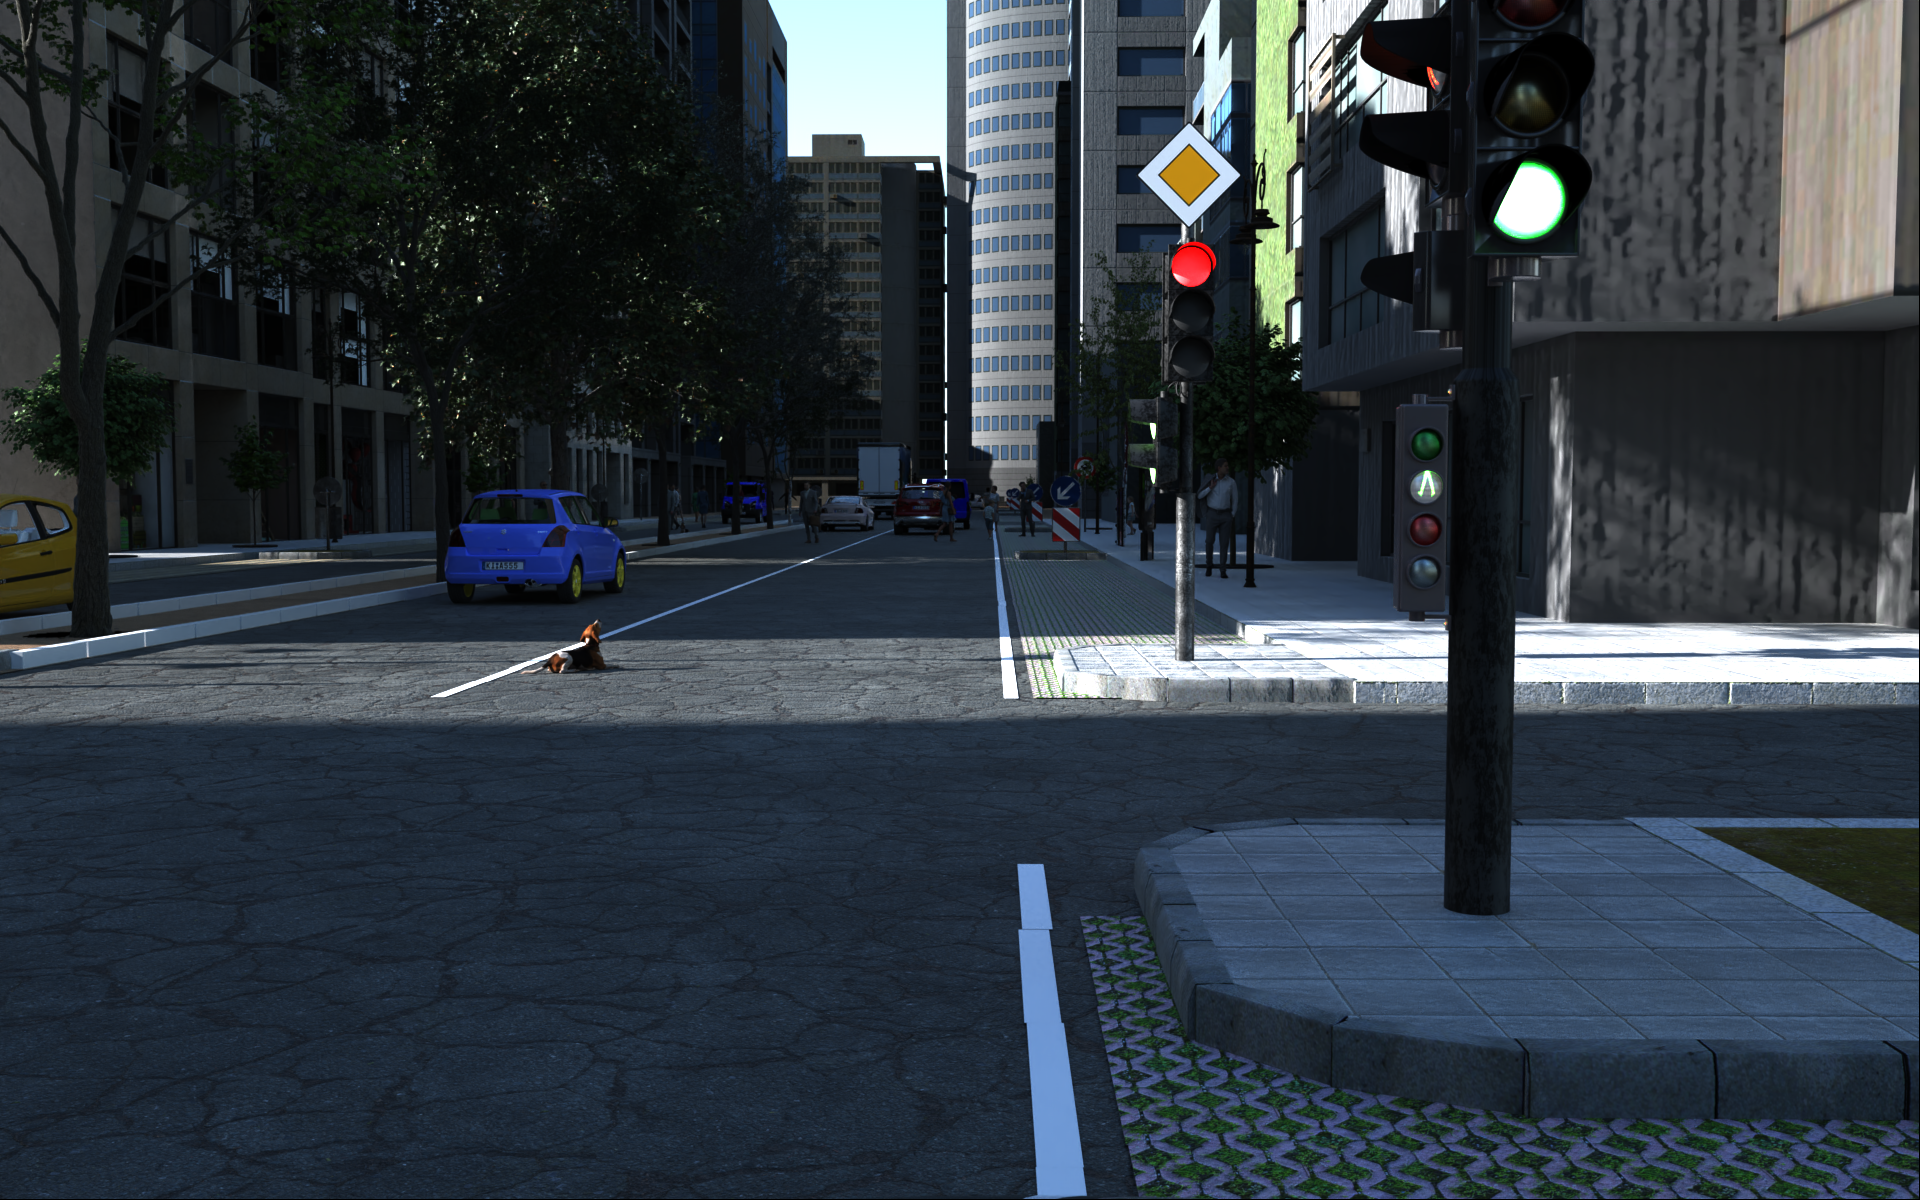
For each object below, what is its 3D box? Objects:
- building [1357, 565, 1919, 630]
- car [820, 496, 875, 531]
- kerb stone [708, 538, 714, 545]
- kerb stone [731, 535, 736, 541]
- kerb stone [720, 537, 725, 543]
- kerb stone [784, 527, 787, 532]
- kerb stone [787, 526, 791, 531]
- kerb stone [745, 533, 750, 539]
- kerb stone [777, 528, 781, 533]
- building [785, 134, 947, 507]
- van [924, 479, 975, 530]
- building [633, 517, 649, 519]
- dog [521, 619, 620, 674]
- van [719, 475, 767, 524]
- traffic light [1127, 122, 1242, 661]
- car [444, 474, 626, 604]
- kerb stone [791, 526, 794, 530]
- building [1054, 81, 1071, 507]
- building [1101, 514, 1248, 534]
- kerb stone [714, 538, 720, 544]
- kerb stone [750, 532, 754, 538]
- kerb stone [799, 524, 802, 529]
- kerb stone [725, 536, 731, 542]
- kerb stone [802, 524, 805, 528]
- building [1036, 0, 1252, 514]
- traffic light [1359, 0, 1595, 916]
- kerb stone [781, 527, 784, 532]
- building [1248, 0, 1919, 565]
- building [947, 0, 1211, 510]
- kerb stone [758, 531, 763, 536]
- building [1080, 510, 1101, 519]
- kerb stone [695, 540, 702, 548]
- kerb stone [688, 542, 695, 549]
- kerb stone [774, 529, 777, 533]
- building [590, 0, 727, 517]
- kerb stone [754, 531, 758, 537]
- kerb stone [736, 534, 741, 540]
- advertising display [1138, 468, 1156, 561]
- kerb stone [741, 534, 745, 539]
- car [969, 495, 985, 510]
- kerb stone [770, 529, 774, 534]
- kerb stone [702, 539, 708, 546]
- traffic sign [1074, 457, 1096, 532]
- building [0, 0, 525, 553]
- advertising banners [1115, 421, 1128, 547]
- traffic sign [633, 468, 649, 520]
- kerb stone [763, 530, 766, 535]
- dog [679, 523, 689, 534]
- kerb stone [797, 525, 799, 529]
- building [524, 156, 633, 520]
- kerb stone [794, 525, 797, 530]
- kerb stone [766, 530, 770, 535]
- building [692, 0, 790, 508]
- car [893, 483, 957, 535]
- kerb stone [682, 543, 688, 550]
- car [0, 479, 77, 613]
[{"bbox_3d":[12.100,-20.517,19.051,14.086,41.232,14.154,0,4,1],"label":"building"},{"bbox_3d":[-4.419,-3.399,67.930,2.083,1.381,4.827,0,4,2],"label":"car"},{"bbox_3d":[-7.081,-1.603,48.402,0.120,0.150,1.000,0,4,1],"label":"kerb stone"},{"bbox_3d":[-7.006,-1.854,52.500,0.120,0.150,1.000,0,4,1],"label":"kerb stone"},{"bbox_3d":[-7.051,-1.728,50.451,0.120,0.150,1.000,0,4,1],"label":"kerb stone"},{"bbox_3d":[-6.780,-2.669,65.838,0.120,0.150,1.000,0,4,1],"label":"kerb stone"},{"bbox_3d":[-6.755,-2.731,66.860,0.120,0.150,1.000,0,4,1],"label":"kerb stone"},{"bbox_3d":[-6.959,-2.041,55.573,0.120,0.150,1.000,0,4,1],"label":"kerb stone"},{"bbox_3d":[-6.819,-2.543,63.785,0.120,0.150,1.000,0,4,1],"label":"kerb stone"},{"bbox_3d":[-13.400,-30.440,189.571,23.993,40.220,32.217,0,4,1],"label":"building"},{"bbox_3d":[-0.517,-4.115,71.658,2.240,2.365,5.245,0,4,1],"label":"van"},{"bbox_3d":[-27.134,-40.366,98.237,20.563,71.187,20.611,0,4,1],"label":"building"},{"bbox_3d":[-3.161,0.375,14.057,0.748,0.427,0.550,0,4,-5],"label":"dog"},{"bbox_3d":[-10.501,-4.934,85.051,2.240,2.365,5.245,0,3,0],"label":"van"},{"bbox_3d":[1.715,-1.489,13.259,0.839,4.253,0.868,0,4,1],"label":"traffic light"},{"bbox_3d":[-5.783,-0.880,23.982,1.945,1.707,3.694,0,4,2],"label":"car"},{"bbox_3d":[-6.740,-2.791,67.889,0.120,0.150,1.000,0,4,1],"label":"kerb stone"},{"bbox_3d":[13.759,-21.586,124.638,14.160,30.474,14.107,0,4,1],"label":"building"},{"bbox_3d":[17.907,-46.176,67.646,22.319,86.520,31.000,0,4,1],"label":"building"},{"bbox_3d":[-7.062,-1.666,49.427,0.120,0.150,1.000,0,4,1],"label":"kerb stone"},{"bbox_3d":[-6.932,-2.101,56.596,0.120,0.150,1.000,0,4,1],"label":"kerb stone"},{"bbox_3d":[-6.684,-2.983,70.962,0.120,0.150,1.000,0,4,1],"label":"kerb stone"},{"bbox_3d":[-7.020,-1.784,51.473,0.120,0.150,1.000,0,4,1],"label":"kerb stone"},{"bbox_3d":[-6.666,-3.037,71.984,0.120,0.150,1.000,0,4,1],"label":"kerb stone"},{"bbox_3d":[18.104,-50.960,145.867,22.319,86.520,31.000,0,4,1],"label":"building"},{"bbox_3d":[-0.518,-1.866,5.170,4.771,5.953,1.251,0,4,1],"label":"traffic light"},{"bbox_3d":[-6.794,-2.602,64.814,0.120,0.150,1.000,0,4,1],"label":"kerb stone"},{"bbox_3d":[13.484,-21.714,38.615,14.154,41.232,14.086,0,4,1],"label":"building"},{"bbox_3d":[12.708,-39.201,182.929,28.212,58.520,21.231,0,4,1],"label":"building"},{"bbox_3d":[-6.890,-2.229,58.645,0.120,0.150,1.000,0,4,1],"label":"kerb stone"},{"bbox_3d":[17.095,-34.288,102.600,21.231,58.520,28.212,0,4,1],"label":"building"},{"bbox_3d":[-7.110,-1.476,46.350,0.120,0.150,1.000,0,4,1],"label":"kerb stone"},{"bbox_3d":[-7.139,-1.415,45.325,0.120,0.150,1.000,0,4,1],"label":"kerb stone"},{"bbox_3d":[-6.832,-2.481,62.757,0.120,0.150,1.000,0,4,1],"label":"kerb stone"},{"bbox_3d":[-27.159,-41.624,118.812,20.563,71.187,20.611,0,4,1],"label":"building"},{"bbox_3d":[-6.926,-2.167,57.618,0.120,0.150,1.000,0,4,1],"label":"kerb stone"},{"bbox_3d":[-6.993,-1.916,53.525,0.120,0.150,1.000,0,4,1],"label":"kerb stone"},{"bbox_3d":[3.635,-1.735,33.579,0.123,1.923,0.974,1,4,20],"label":"advertising display"},{"bbox_3d":[-6.968,-1.975,54.551,0.120,0.150,1.000,0,4,1],"label":"kerb stone"},{"bbox_3d":[1.258,-9.052,160.365,2.083,1.381,4.827,0,4,3],"label":"car"},{"bbox_3d":[-6.846,-2.418,61.735,0.120,0.150,1.000,0,4,1],"label":"kerb stone"},{"bbox_3d":[-7.108,-1.540,47.372,0.120,0.150,1.000,0,4,1],"label":"kerb stone"},{"bbox_3d":[4.210,-3.556,58.243,0.768,2.556,0.104,0,4,3],"label":"traffic sign"},{"bbox_3d":[-27.815,-15.248,53.827,19.350,26.468,34.151,0,4,1],"label":"building"},{"bbox_3d":[3.967,-2.832,42.488,0.090,3.025,2.074,0,4,-1],"label":"advertising banners"},{"bbox_3d":[-15.525,-5.148,84.268,0.768,2.556,0.104,0,4,2],"label":"traffic sign"},{"bbox_3d":[-6.895,-2.292,59.667,0.120,0.150,1.000,0,4,1],"label":"kerb stone"},{"bbox_3d":[-9.844,-2.580,62.370,0.748,0.427,0.550,-2,4,-33],"label":"dog"},{"bbox_3d":[-6.712,-2.920,69.940,0.120,0.150,1.000,0,4,1],"label":"kerb stone"},{"bbox_3d":[-22.190,-13.793,80.274,10.420,20.320,16.860,0,4,1],"label":"building"},{"bbox_3d":[-6.722,-2.858,68.918,0.120,0.150,1.000,0,4,1],"label":"kerb stone"},{"bbox_3d":[-6.864,-2.345,60.696,0.120,0.150,1.000,0,4,1],"label":"kerb stone"},{"bbox_3d":[-23.320,-30.930,155.820,14.200,45.320,14.600,0,4,1],"label":"building"},{"bbox_3d":[-1.262,-3.294,62.525,2.281,1.827,5.304,0,4,2],"label":"car"},{"bbox_3d":[-7.159,-1.352,44.303,0.120,0.150,1.000,0,4,1],"label":"kerb stone"},{"bbox_3d":[-11.054,-0.537,19.012,2.015,1.641,3.980,0,4,0],"label":"car"}]
